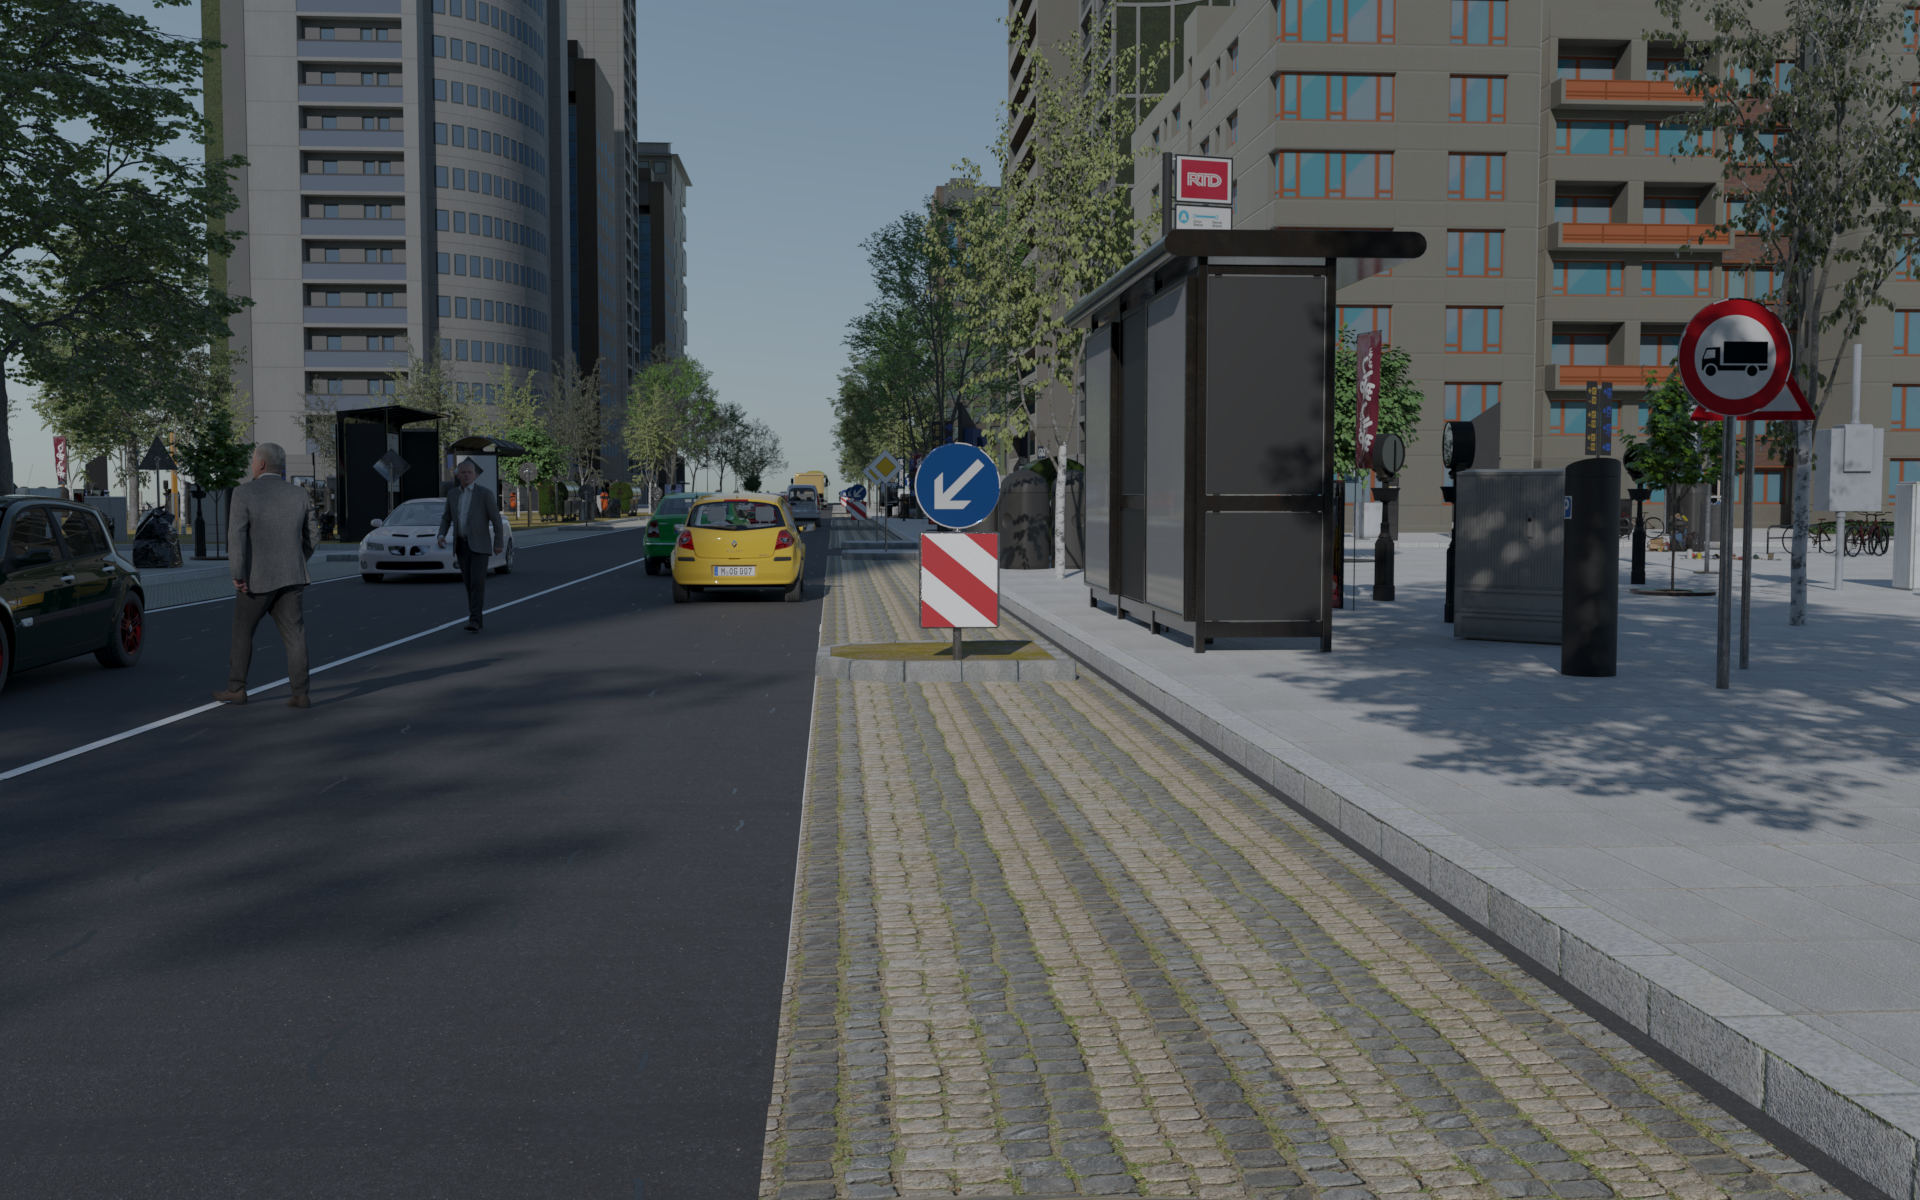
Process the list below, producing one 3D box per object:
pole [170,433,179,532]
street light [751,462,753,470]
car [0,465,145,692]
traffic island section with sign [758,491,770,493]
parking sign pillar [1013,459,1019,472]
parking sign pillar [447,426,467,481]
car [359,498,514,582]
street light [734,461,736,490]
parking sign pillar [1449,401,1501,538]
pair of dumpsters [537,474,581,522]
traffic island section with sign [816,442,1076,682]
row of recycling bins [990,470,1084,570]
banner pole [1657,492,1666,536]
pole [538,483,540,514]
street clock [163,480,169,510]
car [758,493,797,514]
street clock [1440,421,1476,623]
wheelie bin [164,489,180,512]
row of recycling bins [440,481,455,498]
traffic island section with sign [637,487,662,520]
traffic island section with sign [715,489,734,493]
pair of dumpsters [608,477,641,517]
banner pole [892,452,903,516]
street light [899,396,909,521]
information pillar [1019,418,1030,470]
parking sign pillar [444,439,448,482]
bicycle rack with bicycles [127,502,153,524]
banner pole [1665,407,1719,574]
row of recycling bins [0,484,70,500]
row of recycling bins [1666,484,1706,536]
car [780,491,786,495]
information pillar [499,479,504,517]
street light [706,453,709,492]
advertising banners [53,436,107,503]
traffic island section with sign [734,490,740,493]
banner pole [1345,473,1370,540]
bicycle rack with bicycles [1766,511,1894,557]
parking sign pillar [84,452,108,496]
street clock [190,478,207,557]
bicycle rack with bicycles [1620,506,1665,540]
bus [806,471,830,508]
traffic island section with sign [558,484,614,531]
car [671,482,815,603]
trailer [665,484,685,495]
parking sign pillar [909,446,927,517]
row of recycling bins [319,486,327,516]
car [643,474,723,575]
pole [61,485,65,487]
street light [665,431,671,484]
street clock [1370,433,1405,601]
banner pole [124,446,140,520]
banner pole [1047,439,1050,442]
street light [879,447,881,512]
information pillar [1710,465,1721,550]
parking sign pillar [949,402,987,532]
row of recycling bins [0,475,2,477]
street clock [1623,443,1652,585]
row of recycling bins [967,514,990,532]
[{"bbox_3d":[-26.259,-3.917,57.892,0.158,3.312,0.155,0,3,0],"label":"pole"},{"bbox_3d":[-29.287,-16.572,243.745,0.468,5.910,1.993,0,4,-4],"label":"street light"},{"bbox_3d":[-7.582,-0.192,12.922,2.009,1.686,4.222,0,4,-5],"label":"car"},{"bbox_3d":[-26.170,-13.363,227.105,1.989,1.847,2.006,0,4,-4],"label":"traffic island section with sign"},{"bbox_3d":[4.124,-8.042,119.966,1.447,3.967,1.447,-1,4,-22],"label":"parking sign pillar"},{"bbox_3d":[-19.751,-4.970,69.729,1.447,3.967,1.447,-1,4,-16],"label":"parking sign pillar"},{"bbox_3d":[-8.930,-1.068,29.828,2.083,1.381,4.827,0,4,-4],"label":"car"},{"bbox_3d":[-26.599,-14.213,205.163,0.468,5.910,1.993,0,4,-4],"label":"street light"},{"bbox_3d":[15.014,-3.788,50.408,1.447,3.967,1.447,1,4,15],"label":"parking sign pillar"},{"bbox_3d":[-18.653,-4.769,80.471,1.574,2.255,4.437,0,4,-4],"label":"pair of dumpsters"},{"bbox_3d":[-0.175,-0.332,14.062,1.989,1.847,2.006,0,4,-4],"label":"traffic island section with sign"},{"bbox_3d":[2.407,-1.405,30.083,3.534,1.692,1.069,-1,4,-18],"label":"row of recycling bins"},{"bbox_3d":[21.664,-3.870,53.298,0.401,3.779,0.863,0,4,8],"label":"banner pole"},{"bbox_3d":[-27.025,-7.185,111.318,0.158,3.312,0.155,0,3,0],"label":"pole"},{"bbox_3d":[-41.378,-5.242,90.277,0.358,2.002,0.471,-2,4,-29],"label":"street clock"},{"bbox_3d":[-7.542,-3.637,68.499,2.155,1.783,4.494,0,4,-6],"label":"car"},{"bbox_3d":[4.950,-0.775,17.240,0.358,2.002,0.471,0,4,3],"label":"street clock"},{"bbox_3d":[-45.385,-5.630,99.958,0.693,1.594,0.980,2,4,28],"label":"wheelie bin"},{"bbox_3d":[-16.798,-3.023,56.544,1.069,1.692,3.534,-1,4,-21],"label":"row of recycling bins"},{"bbox_3d":[-16.574,-5.267,94.738,1.989,1.847,2.006,0,4,-4],"label":"traffic island section with sign"},{"bbox_3d":[-20.272,-8.384,145.713,1.989,1.847,2.006,0,4,-4],"label":"traffic island section with sign"},{"bbox_3d":[-19.403,-5.963,99.994,1.574,2.255,4.437,0,4,-4],"label":"pair of dumpsters"},{"bbox_3d":[-3.659,-6.932,103.358,0.863,3.779,0.401,0,4,-6],"label":"banner pole"},{"bbox_3d":[-2.650,-6.666,81.780,0.468,5.910,1.993,0,4,-4],"label":"street light"},{"bbox_3d":[1.898,-3.651,51.052,0.183,3.616,0.504,-2,4,-29],"label":"information pillar"},{"bbox_3d":[-24.914,-5.934,85.490,1.447,3.967,1.447,1,4,16],"label":"parking sign pillar"},{"bbox_3d":[-35.277,-3.700,73.883,2.852,0.926,2.925,0,4,6],"label":"bicycle rack with bicycles"},{"bbox_3d":[11.972,-2.326,28.055,0.401,3.779,0.863,-1,4,-19],"label":"banner pole"},{"bbox_3d":[-49.935,-5.280,93.443,3.534,1.692,1.069,-1,4,-19],"label":"row of recycling bins"},{"bbox_3d":[22.966,-2.919,54.833,1.069,1.692,3.534,1,4,12],"label":"row of recycling bins"},{"bbox_3d":[-23.497,-13.741,233.343,2.281,1.827,5.304,0,4,-2],"label":"car"},{"bbox_3d":[-21.750,-4.727,81.775,0.304,2.012,0.304,-2,4,-31],"label":"information pillar"},{"bbox_3d":[-23.431,-11.489,160.626,0.468,5.910,1.993,0,4,-4],"label":"street light"},{"bbox_3d":[-26.382,-3.408,51.914,2.074,3.025,0.090,1,4,22],"label":"advertising banners"},{"bbox_3d":[-22.220,-10.029,172.598,1.989,1.847,2.006,0,4,-4],"label":"traffic island section with sign"},{"bbox_3d":[11.155,-3.589,48.691,0.863,3.779,0.401,-2,4,-24],"label":"banner pole"},{"bbox_3d":[18.636,-1.417,36.558,2.925,0.926,2.852,-2,4,-28],"label":"bicycle rack with bicycles"},{"bbox_3d":[-53.397,-7.251,107.025,1.447,3.967,1.447,3,5,42],"label":"parking sign pillar"},{"bbox_3d":[-15.578,-1.890,35.467,0.358,2.002,0.471,-3,4,-36],"label":"street clock"},{"bbox_3d":[18.448,-2.228,49.816,2.925,0.926,2.852,3,4,37],"label":"bicycle rack with bicycles"},{"bbox_3d":[-15.323,-11.647,181.982,2.896,3.916,12.252,0,4,-2],"label":"bus"},{"bbox_3d":[-14.633,-3.622,67.853,1.989,1.847,2.006,0,4,-4],"label":"traffic island section with sign"},{"bbox_3d":[-3.051,-0.861,24.294,2.015,1.641,3.980,0,4,-4],"label":"car"},{"bbox_3d":[-16.824,-5.811,102.057,1.471,1.999,3.904,0,4,-5],"label":"trailer"},{"bbox_3d":[-2.603,-6.649,97.180,1.447,3.967,1.447,0,4,0],"label":"parking sign pillar"},{"bbox_3d":[-31.599,-4.850,86.405,1.069,1.692,3.534,0,4,2],"label":"row of recycling bins"},{"bbox_3d":[-4.767,-1.425,32.092,1.959,1.807,4.718,0,4,-3],"label":"car"},{"bbox_3d":[-58.519,-7.289,113.017,0.158,3.312,0.155,0,3,0],"label":"pole"},{"bbox_3d":[-20.669,-9.163,122.608,0.468,5.910,1.993,0,4,-4],"label":"street light"},{"bbox_3d":[5.096,-0.990,20.763,0.471,2.002,0.358,-3,5,-41],"label":"street clock"},{"bbox_3d":[-41.595,-5.925,86.896,0.863,3.779,0.401,-1,4,-12],"label":"banner pole"},{"bbox_3d":[3.869,-5.456,79.216,0.863,3.779,0.401,3,4,39],"label":"banner pole"},{"bbox_3d":[-5.618,-9.060,120.916,0.468,5.910,1.993,0,4,-4],"label":"street light"},{"bbox_3d":[17.444,-2.165,39.887,0.304,2.012,0.304,-2,4,-27],"label":"information pillar"},{"bbox_3d":[0.389,-3.846,51.357,1.447,3.967,1.447,2,4,24],"label":"parking sign pillar"},{"bbox_3d":[-14.584,-1.023,23.842,3.534,1.692,1.069,1,4,18],"label":"row of recycling bins"},{"bbox_3d":[9.656,-1.225,24.606,0.471,2.002,0.358,1,4,18],"label":"street clock"},{"bbox_3d":[1.568,-1.806,36.640,3.534,1.692,1.069,3,5,42],"label":"row of recycling bins"}]
